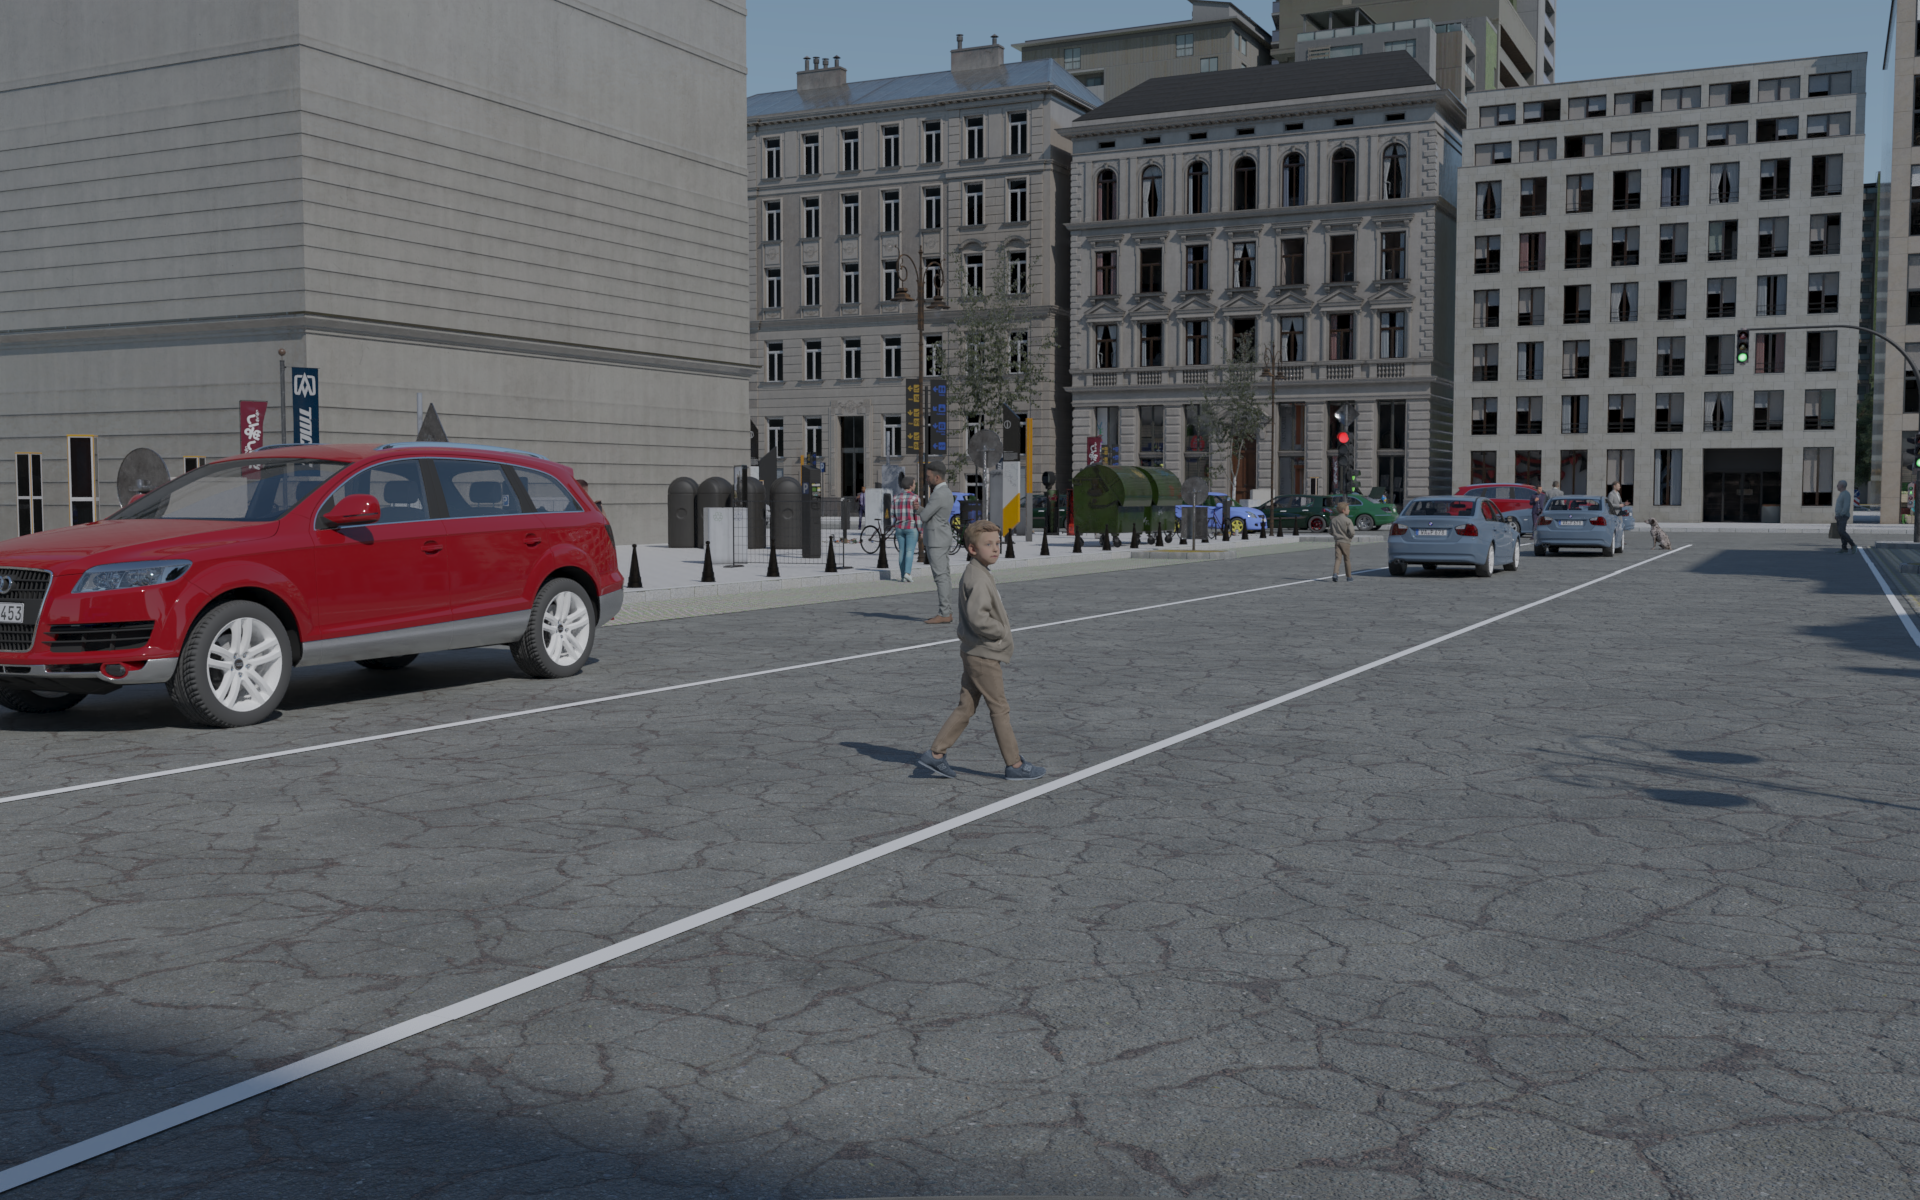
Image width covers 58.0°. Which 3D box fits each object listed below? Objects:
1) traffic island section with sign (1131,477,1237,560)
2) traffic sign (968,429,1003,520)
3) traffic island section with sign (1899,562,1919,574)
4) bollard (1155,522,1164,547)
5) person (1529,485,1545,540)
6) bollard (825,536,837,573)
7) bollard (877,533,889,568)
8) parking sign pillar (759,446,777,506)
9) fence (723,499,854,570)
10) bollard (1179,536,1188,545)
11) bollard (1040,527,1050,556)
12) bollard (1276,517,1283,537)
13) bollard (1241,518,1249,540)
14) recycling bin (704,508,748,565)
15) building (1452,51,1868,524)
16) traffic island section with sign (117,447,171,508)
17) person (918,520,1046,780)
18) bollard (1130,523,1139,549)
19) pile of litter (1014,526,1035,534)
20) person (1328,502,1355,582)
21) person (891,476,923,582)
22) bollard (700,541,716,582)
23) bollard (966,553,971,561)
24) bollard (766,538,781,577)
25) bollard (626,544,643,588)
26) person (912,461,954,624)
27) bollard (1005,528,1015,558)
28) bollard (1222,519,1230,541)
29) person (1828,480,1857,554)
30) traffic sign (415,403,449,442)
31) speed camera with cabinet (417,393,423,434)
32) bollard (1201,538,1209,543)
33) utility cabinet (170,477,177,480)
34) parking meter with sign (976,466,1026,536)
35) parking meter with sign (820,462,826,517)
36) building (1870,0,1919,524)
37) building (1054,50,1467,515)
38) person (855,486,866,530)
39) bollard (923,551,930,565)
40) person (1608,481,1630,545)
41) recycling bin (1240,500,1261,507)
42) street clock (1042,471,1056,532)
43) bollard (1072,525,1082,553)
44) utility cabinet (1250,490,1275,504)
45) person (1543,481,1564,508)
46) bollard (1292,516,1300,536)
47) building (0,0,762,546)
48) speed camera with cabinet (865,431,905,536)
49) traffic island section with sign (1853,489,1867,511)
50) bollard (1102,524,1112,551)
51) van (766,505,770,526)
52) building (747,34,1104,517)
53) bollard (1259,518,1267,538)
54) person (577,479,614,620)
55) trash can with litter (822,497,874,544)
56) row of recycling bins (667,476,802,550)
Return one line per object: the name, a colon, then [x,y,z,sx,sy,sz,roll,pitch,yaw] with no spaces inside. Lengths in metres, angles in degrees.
traffic island section with sign: [5.093,-1.839,38.690,1.989,1.847,2.006,2,4,26]
traffic sign: [0.485,-2.085,34.196,0.768,2.556,0.104,2,4,28]
traffic island section with sign: [18.105,-1.382,31.227,1.989,1.847,2.006,2,4,26]
bollard: [4.886,-1.612,42.400,0.229,0.601,0.229,0,3,0]
person: [18.105,-2.740,54.223,0.541,1.710,0.530,2,4,31]
bollard: [-2.115,-0.755,28.383,0.229,0.601,0.229,0,3,0]
bollard: [-1.337,-0.850,29.938,0.229,0.601,0.229,0,3,0]
parking sign pillar: [-10.894,-6.654,97.261,1.447,3.967,1.447,3,5,42]
fence: [-2.978,-1.148,29.966,2.264,1.192,0.480,1,4,20]
bollard: [5.668,-1.708,43.962,0.229,0.601,0.229,0,3,0]
bollard: [1.773,-1.231,36.171,0.229,0.601,0.229,0,3,0]
bollard: [9.564,-2.185,51.763,0.229,0.601,0.229,0,3,0]
bollard: [8.006,-1.994,48.647,0.229,0.601,0.229,0,3,0]
recycling bin: [-4.321,-1.184,31.914,0.722,1.027,0.722,-1,4,-16]
building: [32.985,-13.888,81.815,16.860,20.320,10.420,2,4,26]
traffic island section with sign: [-7.202,-0.334,14.086,1.989,1.847,2.006,2,4,26]
person: [0.103,0.249,8.709,0.640,1.303,0.475,-1,4,-15]
bollard: [4.109,-1.517,40.845,0.229,0.601,0.229,0,3,0]
pile of litter: [1.687,-2.592,56.347,1.176,0.858,1.719,-3,4,-36]
person: [6.222,-0.947,28.261,0.475,1.303,0.640,2,4,30]
person: [-0.877,-1.153,28.181,0.563,1.720,0.643,2,4,29]
bollard: [-3.675,-0.564,25.257,0.229,0.601,0.229,0,3,0]
bollard: [0.222,-1.041,33.059,0.229,0.601,0.229,0,3,0]
bollard: [-2.895,-0.659,26.818,0.229,0.601,0.229,0,3,0]
bollard: [-4.453,-0.469,23.702,0.229,0.601,0.229,0,3,0]
person: [-0.300,-0.648,19.276,0.466,1.800,0.511,0,4,-2]
bollard: [0.998,-1.136,34.615,0.229,0.601,0.229,0,3,0]
bollard: [7.231,-1.899,47.089,0.229,0.601,0.229,0,3,0]
person: [21.272,-2.000,41.693,0.515,1.767,0.782,1,4,12]
traffic sign: [-7.538,-1.510,24.697,0.884,2.594,0.081,2,4,31]
speed camera with cabinet: [-10.346,-2.378,33.213,0.660,3.252,2.038,0,4,-1]
bollard: [6.443,-1.803,45.518,0.229,0.601,0.229,0,3,0]
utility cabinet: [-10.133,-0.882,23.097,1.173,1.500,0.318,-2,4,-26]
parking meter with sign: [1.293,-3.492,53.361,1.738,3.016,0.543,1,4,19]
parking meter with sign: [-8.265,-6.039,95.001,1.738,3.016,0.543,-2,4,-31]
building: [58.655,-16.477,73.909,34.151,26.468,19.350,2,4,26]
building: [16.229,-15.991,90.334,19.941,23.489,11.050,2,4,26]
person: [-3.663,-3.458,65.853,0.655,1.722,0.431,0,4,-1]
bollard: [-0.560,-0.945,31.493,0.229,0.601,0.229,0,3,0]
person: [18.604,-2.463,48.963,0.583,1.804,0.606,3,5,41]
recycling bin: [13.450,-4.143,80.293,0.722,1.027,0.722,-2,4,-28]
street clock: [2.816,-3.089,55.070,0.358,2.002,0.471,-2,4,-31]
bollard: [2.554,-1.326,37.725,0.229,0.601,0.229,0,3,0]
utility cabinet: [14.696,-4.619,84.204,1.173,1.500,0.318,-1,4,-16]
person: [16.917,-2.492,49.372,0.709,1.813,0.853,2,4,33]
bollard: [10.341,-2.280,53.321,0.229,0.601,0.229,0,3,0]
building: [-28.545,-16.737,50.060,44.131,29.872,17.030,2,4,26]
speed camera with cabinet: [-2.322,-3.650,54.006,0.660,3.252,2.038,1,4,19]
traffic island section with sign: [77.171,-8.615,149.490,1.989,1.847,2.006,2,4,26]
bollard: [3.328,-1.421,39.282,0.229,0.601,0.229,0,3,0]
van: [-10.176,-4.230,76.179,4.112,2.044,2.013,2,4,27]
building: [-3.588,-18.581,101.057,25.104,27.353,12.463,2,4,26]
bollard: [8.784,-2.089,50.202,0.229,0.601,0.229,0,3,0]
person: [-4.159,-0.548,19.323,0.647,1.594,0.662,1,4,19]
trash can with litter: [-3.095,-2.100,45.396,1.678,1.210,2.233,0,4,-6]
row of recycling bins: [-5.315,-2.061,40.802,3.534,1.692,1.069,1,4,21]
